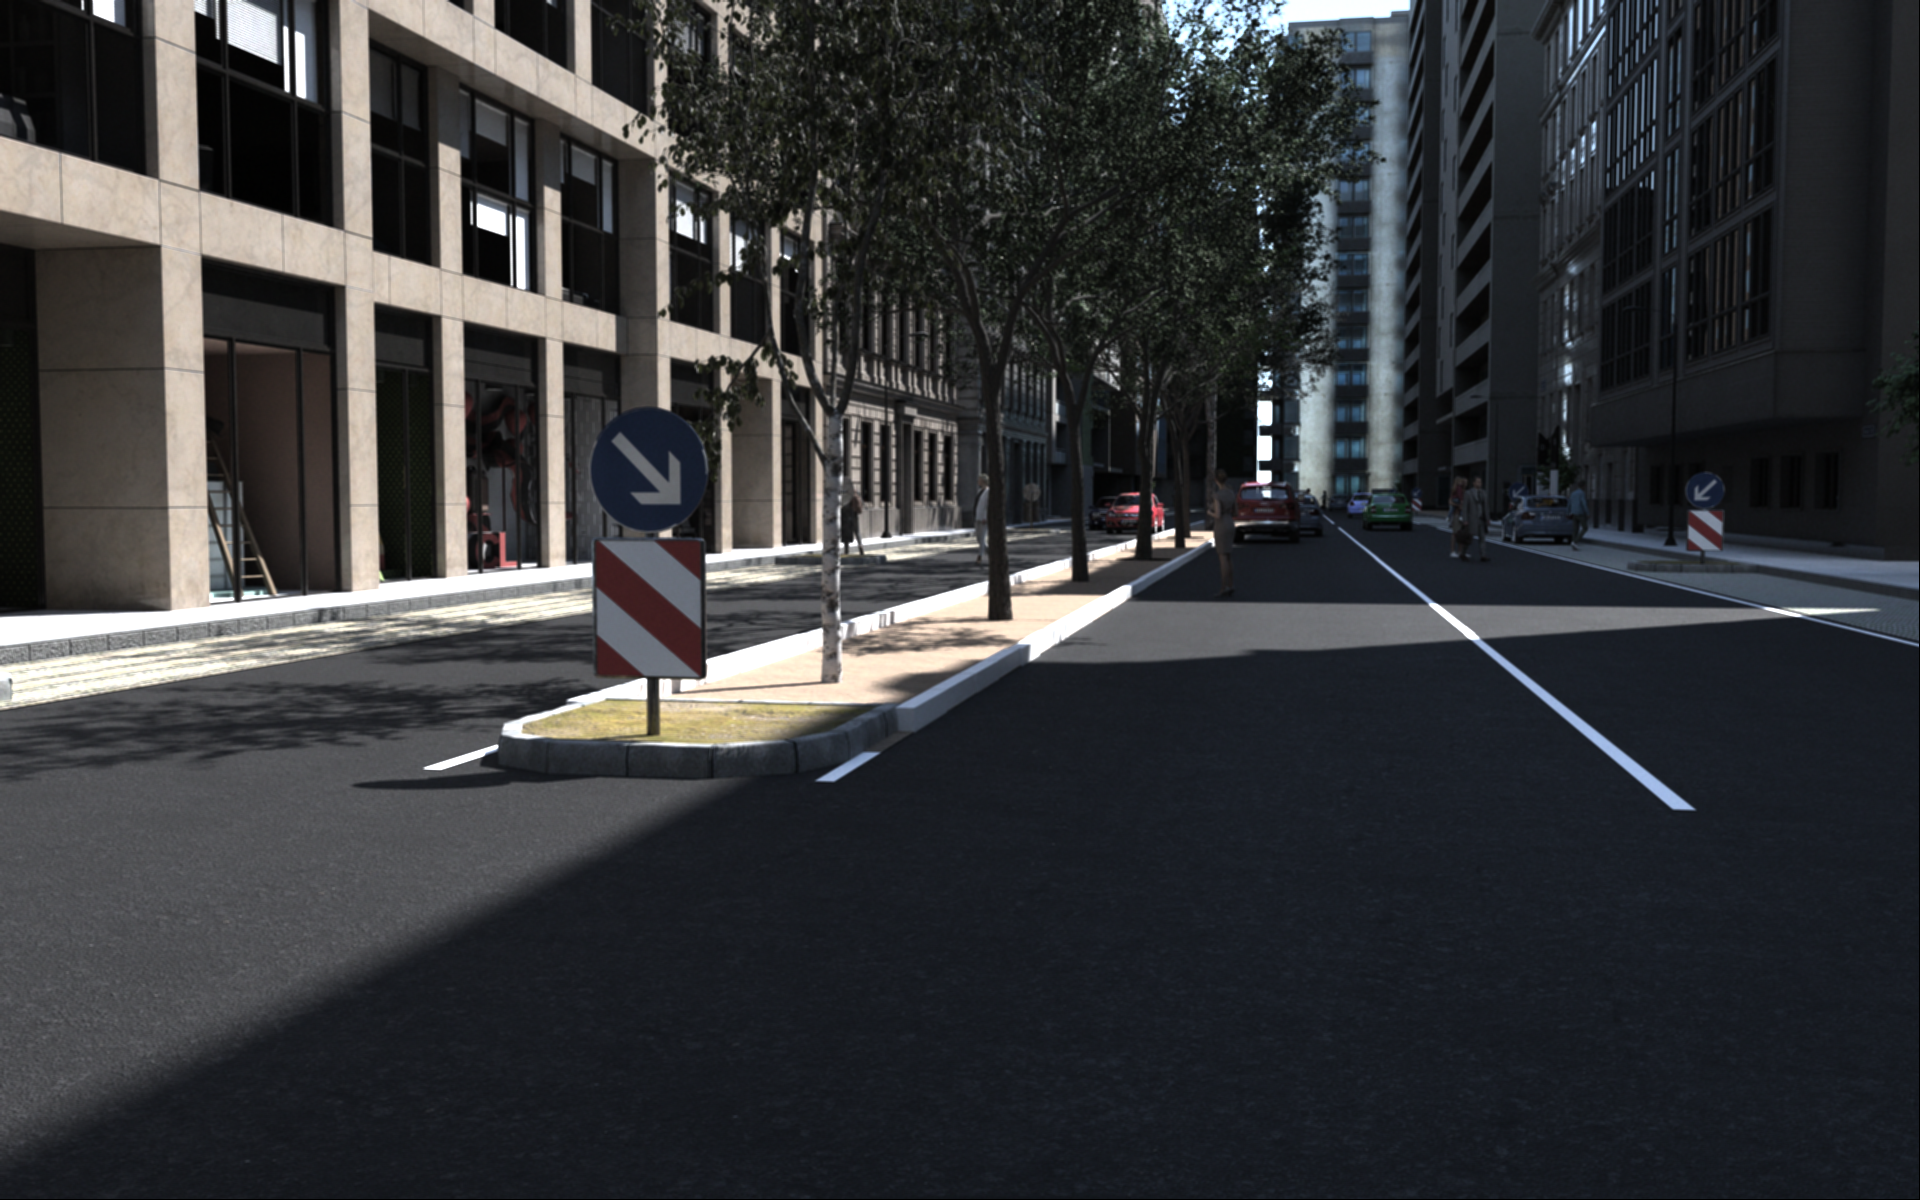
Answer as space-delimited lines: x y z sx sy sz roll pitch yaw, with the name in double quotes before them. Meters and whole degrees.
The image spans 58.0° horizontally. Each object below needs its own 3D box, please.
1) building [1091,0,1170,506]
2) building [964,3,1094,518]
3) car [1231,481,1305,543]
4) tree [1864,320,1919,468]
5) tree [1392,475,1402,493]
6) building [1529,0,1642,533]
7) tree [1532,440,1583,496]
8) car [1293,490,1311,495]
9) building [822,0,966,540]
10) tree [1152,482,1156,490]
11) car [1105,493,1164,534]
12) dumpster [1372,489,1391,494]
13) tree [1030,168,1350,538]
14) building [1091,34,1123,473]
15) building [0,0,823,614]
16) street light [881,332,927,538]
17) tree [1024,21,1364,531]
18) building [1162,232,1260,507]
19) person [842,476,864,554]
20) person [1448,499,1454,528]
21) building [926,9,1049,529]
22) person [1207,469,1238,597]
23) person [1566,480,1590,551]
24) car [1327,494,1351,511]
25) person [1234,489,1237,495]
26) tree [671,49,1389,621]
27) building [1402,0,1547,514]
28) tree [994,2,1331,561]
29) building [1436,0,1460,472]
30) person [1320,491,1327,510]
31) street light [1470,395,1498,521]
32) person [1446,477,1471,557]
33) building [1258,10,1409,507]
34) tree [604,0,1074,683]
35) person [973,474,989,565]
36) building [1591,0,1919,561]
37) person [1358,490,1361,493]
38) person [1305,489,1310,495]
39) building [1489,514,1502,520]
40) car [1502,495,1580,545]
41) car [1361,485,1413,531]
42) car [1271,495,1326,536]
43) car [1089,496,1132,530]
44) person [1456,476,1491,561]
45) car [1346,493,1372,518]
"building" 10.885 -30.814 153.912 14.200 45.320 14.600 1 4 11
"building" -0.546 -25.044 93.060 14.154 41.232 14.086 1 4 11
"car" 9.279 -2.679 52.476 2.281 1.827 5.304 1 4 11
"tree" 15.676 -2.606 26.319 4.285 4.588 4.351 0 3 0
"tree" 40.225 -9.963 157.493 1.663 3.219 1.824 0 3 0
"building" 30.044 -16.508 67.175 12.463 27.353 25.104 1 4 11
"tree" 21.185 -4.099 61.615 1.663 3.219 1.824 0 3 0
"car" 29.260 -8.628 149.740 2.281 1.827 5.304 1 4 9
"building" -6.299 -11.633 54.831 10.561 19.102 19.286 1 4 11
"tree" 15.669 -9.188 144.827 1.663 3.219 1.824 0 3 0
"car" 6.417 -3.317 63.277 2.155 1.783 4.494 1 4 12
"dumpster" 35.393 -8.370 145.064 1.865 1.857 1.264 1 4 10
"tree" 7.315 -8.734 55.627 12.009 13.543 11.850 0 3 0
"building" -3.805 -32.125 114.481 28.713 52.752 27.495 1 4 11
"building" -16.218 -13.752 29.364 19.350 26.468 34.151 1 4 11
"street light" -1.602 -4.733 49.933 1.470 5.913 1.316 1 4 11
"tree" 8.712 -12.809 67.772 12.611 20.169 13.585 0 3 0
"building" 22.835 -24.590 173.743 14.107 30.474 14.160 1 4 11
"person" -2.496 -1.877 39.147 0.622 1.834 0.822 -1 4 -21
"person" 20.546 -3.634 72.201 0.394 1.301 0.425 1 4 9
"building" -2.195 -13.695 73.069 9.793 20.994 18.267 1 4 11
"person" 3.656 -0.936 24.149 0.374 1.781 0.599 3 5 43
"person" 15.562 -2.128 43.637 0.444 1.785 0.601 -1 4 -15
"car" 31.673 -8.102 144.467 2.014 1.417 4.499 1 4 12
"person" 14.757 -5.152 93.412 0.551 1.740 0.621 0 4 2
"tree" 0.546 -5.062 19.626 8.767 10.594 7.601 1 4 11
"building" 48.250 -31.720 142.327 21.300 48.544 21.600 1 4 11
"tree" 4.041 -6.643 36.831 9.928 11.665 9.643 0 3 0
"building" 47.370 -32.291 117.201 28.713 52.752 27.495 1 4 11
"person" 32.650 -8.946 155.562 0.721 1.735 1.217 3 4 37
"street light" 24.650 -6.660 81.430 1.470 5.913 1.316 1 4 11
"person" 11.321 -1.884 39.275 0.573 1.828 0.580 2 4 25
"building" 45.710 -33.913 174.082 30.456 49.044 23.786 1 4 11
"tree" -0.940 -3.685 13.073 4.360 8.622 3.978 0 3 0
"person" 0.512 -1.655 35.436 0.514 1.842 0.818 3 4 38
"building" 25.199 -15.258 42.974 14.314 27.812 24.014 1 4 11
"person" 28.619 -7.012 123.866 1.217 1.735 0.721 -2 4 -31
"person" 17.588 -4.785 87.654 0.530 1.710 0.541 2 4 29
"building" 38.849 -28.731 93.446 21.300 48.544 21.600 1 4 11
"car" 16.828 -2.340 50.261 2.014 1.417 4.499 1 4 11
"car" 17.078 -3.699 69.277 1.959 1.807 4.718 1 4 10
"car" 11.672 -2.936 60.011 2.014 1.417 4.499 1 4 11
"car" 6.257 -3.536 70.388 1.945 1.354 3.894 1 4 11
"person" 10.991 -1.731 36.900 0.694 1.812 0.767 -1 4 -19
"car" 24.062 -5.747 103.552 1.945 1.707 3.694 1 4 11
